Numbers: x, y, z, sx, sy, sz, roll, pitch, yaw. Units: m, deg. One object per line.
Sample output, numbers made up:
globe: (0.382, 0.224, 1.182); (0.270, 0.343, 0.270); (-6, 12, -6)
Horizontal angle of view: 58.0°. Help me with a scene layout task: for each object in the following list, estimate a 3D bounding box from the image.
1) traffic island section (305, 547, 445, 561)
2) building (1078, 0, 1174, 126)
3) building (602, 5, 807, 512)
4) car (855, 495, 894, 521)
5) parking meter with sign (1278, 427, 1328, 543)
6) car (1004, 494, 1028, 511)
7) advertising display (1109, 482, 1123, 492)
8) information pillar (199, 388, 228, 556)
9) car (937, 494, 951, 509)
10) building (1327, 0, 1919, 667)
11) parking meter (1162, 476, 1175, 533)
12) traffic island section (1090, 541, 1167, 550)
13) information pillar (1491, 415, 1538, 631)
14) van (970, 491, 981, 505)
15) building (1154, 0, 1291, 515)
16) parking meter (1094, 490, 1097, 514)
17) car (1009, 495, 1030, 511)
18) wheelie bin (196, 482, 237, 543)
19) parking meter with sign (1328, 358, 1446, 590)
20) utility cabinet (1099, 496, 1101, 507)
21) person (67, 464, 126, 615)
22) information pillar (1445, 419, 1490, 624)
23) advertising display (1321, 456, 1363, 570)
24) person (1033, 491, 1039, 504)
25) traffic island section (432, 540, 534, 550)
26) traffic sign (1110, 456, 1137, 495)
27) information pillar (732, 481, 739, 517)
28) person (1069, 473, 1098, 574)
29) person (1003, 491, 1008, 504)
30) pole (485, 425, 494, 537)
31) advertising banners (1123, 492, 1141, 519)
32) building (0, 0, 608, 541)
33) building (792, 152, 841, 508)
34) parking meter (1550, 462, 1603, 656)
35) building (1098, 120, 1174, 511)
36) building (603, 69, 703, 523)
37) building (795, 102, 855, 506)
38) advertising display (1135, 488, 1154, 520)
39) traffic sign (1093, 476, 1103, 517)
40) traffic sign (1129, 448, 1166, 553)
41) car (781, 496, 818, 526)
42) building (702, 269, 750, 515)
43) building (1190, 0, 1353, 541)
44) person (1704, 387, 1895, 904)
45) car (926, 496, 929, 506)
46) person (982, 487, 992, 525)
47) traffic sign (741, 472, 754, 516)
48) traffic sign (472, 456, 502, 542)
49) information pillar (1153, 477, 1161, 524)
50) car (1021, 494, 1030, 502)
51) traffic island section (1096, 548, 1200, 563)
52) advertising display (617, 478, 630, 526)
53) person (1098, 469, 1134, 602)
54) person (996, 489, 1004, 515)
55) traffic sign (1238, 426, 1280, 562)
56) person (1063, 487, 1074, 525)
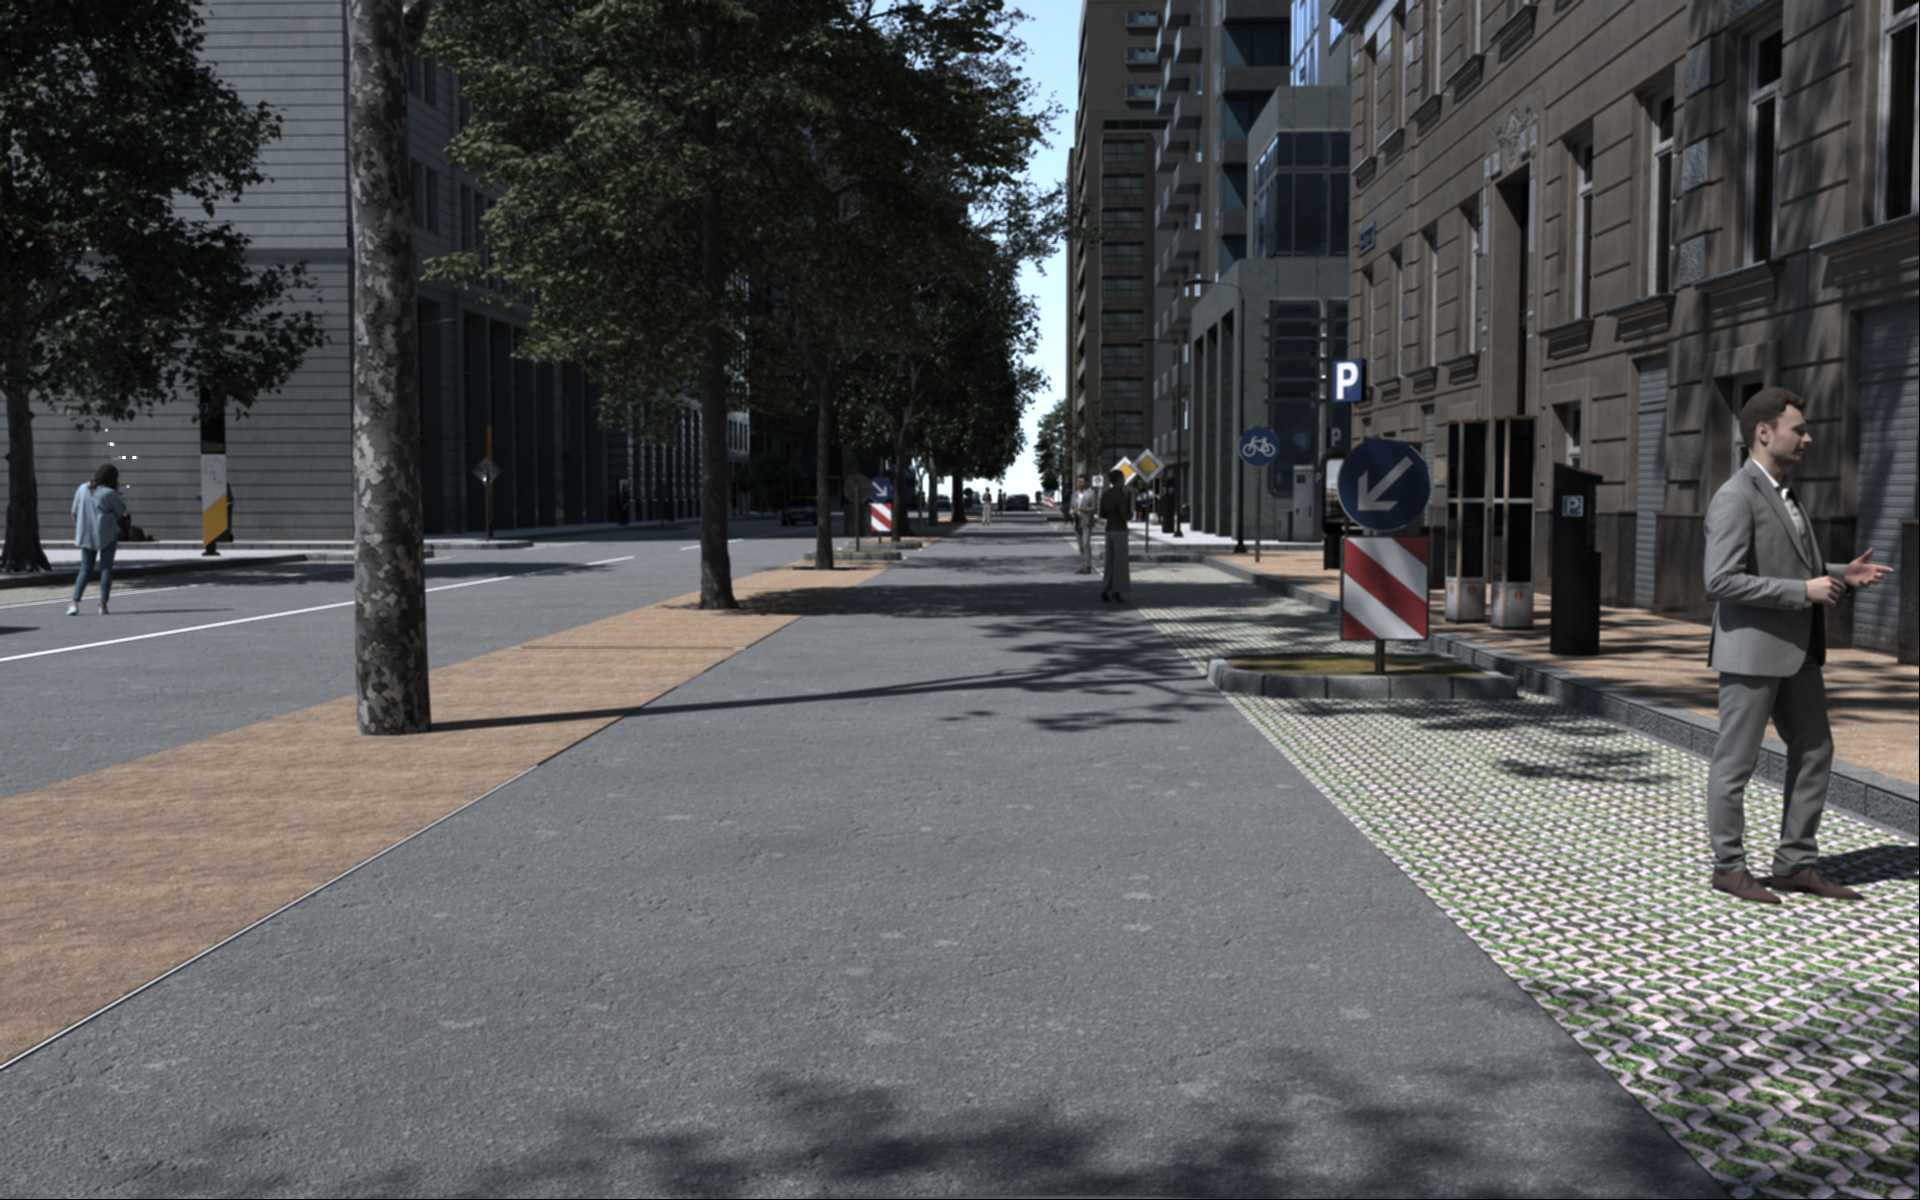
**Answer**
traffic island section: (-12.901, -0.975, 38.226); (2.009, 0.180, 2.903); (0, 4, 2)
building: (21.499, -32.471, 154.598); (21.300, 48.544, 21.600); (0, 4, 2)
building: (-24.084, -29.459, 136.274); (22.147, 44.769, 28.867); (0, 4, 2)
car: (-3.443, -3.695, 72.420); (2.014, 1.417, 4.499); (0, 4, 2)
parking meter with sign: (9.177, -3.021, 45.648); (0.543, 3.016, 1.738); (-3, 5, -41)
car: (4.714, -8.123, 144.819); (2.014, 1.417, 4.499); (0, 4, 3)
advertising display: (7.365, -4.685, 81.809); (0.123, 1.923, 0.974); (-2, 4, -28)
information pillar: (-15.520, -2.730, 35.987); (0.504, 3.616, 0.183); (-1, 4, -18)
car: (-1.819, -9.473, 166.892); (2.014, 1.417, 4.499); (0, 3, 0)
building: (13.136, -13.798, 22.856); (12.463, 27.353, 25.104); (0, 4, 2)
parking meter: (6.833, -3.125, 56.798); (0.399, 1.863, 0.255); (-2, 4, -28)
traffic island section: (4.357, -1.427, 45.613); (2.009, 0.180, 2.903); (0, 4, 2)
information pillar: (5.220, -0.724, 16.330); (0.304, 2.012, 0.304); (0, 4, -5)
van: (1.937, -14.015, 236.151); (2.013, 2.044, 4.112); (0, 4, 4)
building: (22.833, -29.251, 97.860); (23.786, 49.044, 30.456); (0, 4, 2)
parking meter: (8.509, -6.145, 108.885); (0.372, 1.533, 0.369); (0, 3, 0)
car: (5.059, -8.359, 149.250); (1.945, 1.354, 3.894); (0, 4, 1)
wheelie bin: (-19.699, -2.320, 45.841); (0.980, 1.594, 0.693); (-3, 5, -41)
parking meter with sign: (5.757, -1.633, 22.962); (1.738, 3.016, 0.543); (-2, 4, -31)
utility cabinet: (7.828, -5.128, 95.000); (0.306, 1.237, 1.020); (1, 4, 11)
person: (-10.288, -0.724, 20.599); (0.793, 1.790, 0.793); (-2, 4, -34)
information pillar: (5.037, -0.779, 17.222); (0.304, 2.012, 0.304); (-1, 4, -10)
advertising display: (6.596, -1.468, 29.215); (0.974, 1.923, 0.123); (0, 4, -1)
person: (10.370, -13.647, 231.557); (1.348, 1.831, 0.705); (3, 4, 38)
traffic island section: (-12.624, -1.463, 46.206); (2.009, 0.180, 2.903); (0, 4, 2)
traffic sign: (4.334, -2.562, 45.537); (0.795, 2.450, 0.064); (0, 4, 2)
information pillar: (-12.664, -5.690, 97.525); (0.304, 2.012, 0.304); (1, 4, 9)
person: (2.168, -1.376, 31.193); (0.606, 1.804, 0.583); (2, 4, 35)
person: (6.475, -14.776, 250.107); (0.705, 1.821, 1.348); (3, 5, 43)
pole: (-13.973, -3.519, 51.386); (0.158, 3.312, 0.155); (0, 3, 0)
advertising banners: (9.109, -5.597, 87.694); (2.074, 3.025, 0.090); (-1, 4, -18)
building: (-21.484, -17.365, 61.405); (11.434, 29.767, 29.804); (0, 4, 2)
building: (-27.987, -28.832, 163.286); (32.217, 40.220, 23.993); (0, 4, 2)
parking meter: (4.917, -0.331, 13.815); (0.372, 1.533, 0.369); (0, 3, 0)
building: (17.927, -22.329, 136.776); (14.160, 30.474, 14.107); (0, 4, 2)
building: (-19.276, -15.748, 86.362); (11.050, 23.489, 19.941); (0, 4, 2)
building: (-18.688, -32.550, 182.300); (14.600, 45.320, 14.200); (0, 4, 2)
advertising display: (9.021, -4.832, 84.219); (0.974, 1.923, 0.123); (1, 4, 11)
traffic sign: (7.772, -5.848, 97.752); (0.606, 2.300, 0.079); (0, 4, 5)
traffic sign: (4.056, -2.074, 37.557); (0.795, 2.450, 0.064); (0, 4, 2)
car: (-7.135, -4.091, 79.466); (1.945, 1.354, 3.894); (0, 4, 3)
building: (-19.272, -15.296, 104.835); (10.420, 20.320, 16.860); (0, 4, 2)
building: (23.492, -45.448, 55.747); (31.000, 86.520, 22.319); (0, 4, 2)
person: (2.896, 0.163, 6.038); (0.583, 1.804, 0.606); (3, 5, 44)
car: (-3.189, -12.358, 212.272); (2.015, 1.641, 3.980); (0, 4, 2)
person: (1.285, -4.331, 79.863); (0.519, 1.759, 0.362); (2, 4, 34)
traffic sign: (-12.412, -6.167, 100.936); (0.768, 2.556, 0.104); (0, 4, 6)
traffic sign: (-12.600, -2.599, 46.143); (0.795, 2.450, 0.064); (0, 4, 2)
information pillar: (8.449, -4.266, 74.246); (0.304, 2.012, 0.304); (0, 4, 5)
car: (8.043, -13.137, 223.823); (2.155, 1.783, 4.494); (0, 4, 1)
traffic island section: (4.080, -0.939, 37.633); (2.009, 0.180, 2.903); (0, 4, 2)
advertising display: (-13.641, -3.972, 70.150); (0.123, 1.923, 0.974); (1, 4, 13)
person: (2.096, -0.848, 22.921); (0.362, 1.759, 0.519); (-2, 4, -35)
person: (2.718, -6.728, 118.722); (0.641, 1.798, 0.478); (-1, 4, -12)
traffic sign: (5.586, -1.978, 32.440); (0.768, 2.556, 0.104); (0, 4, 5)
person: (4.968, -4.344, 79.944); (0.534, 1.772, 0.576); (-3, 5, -40)
